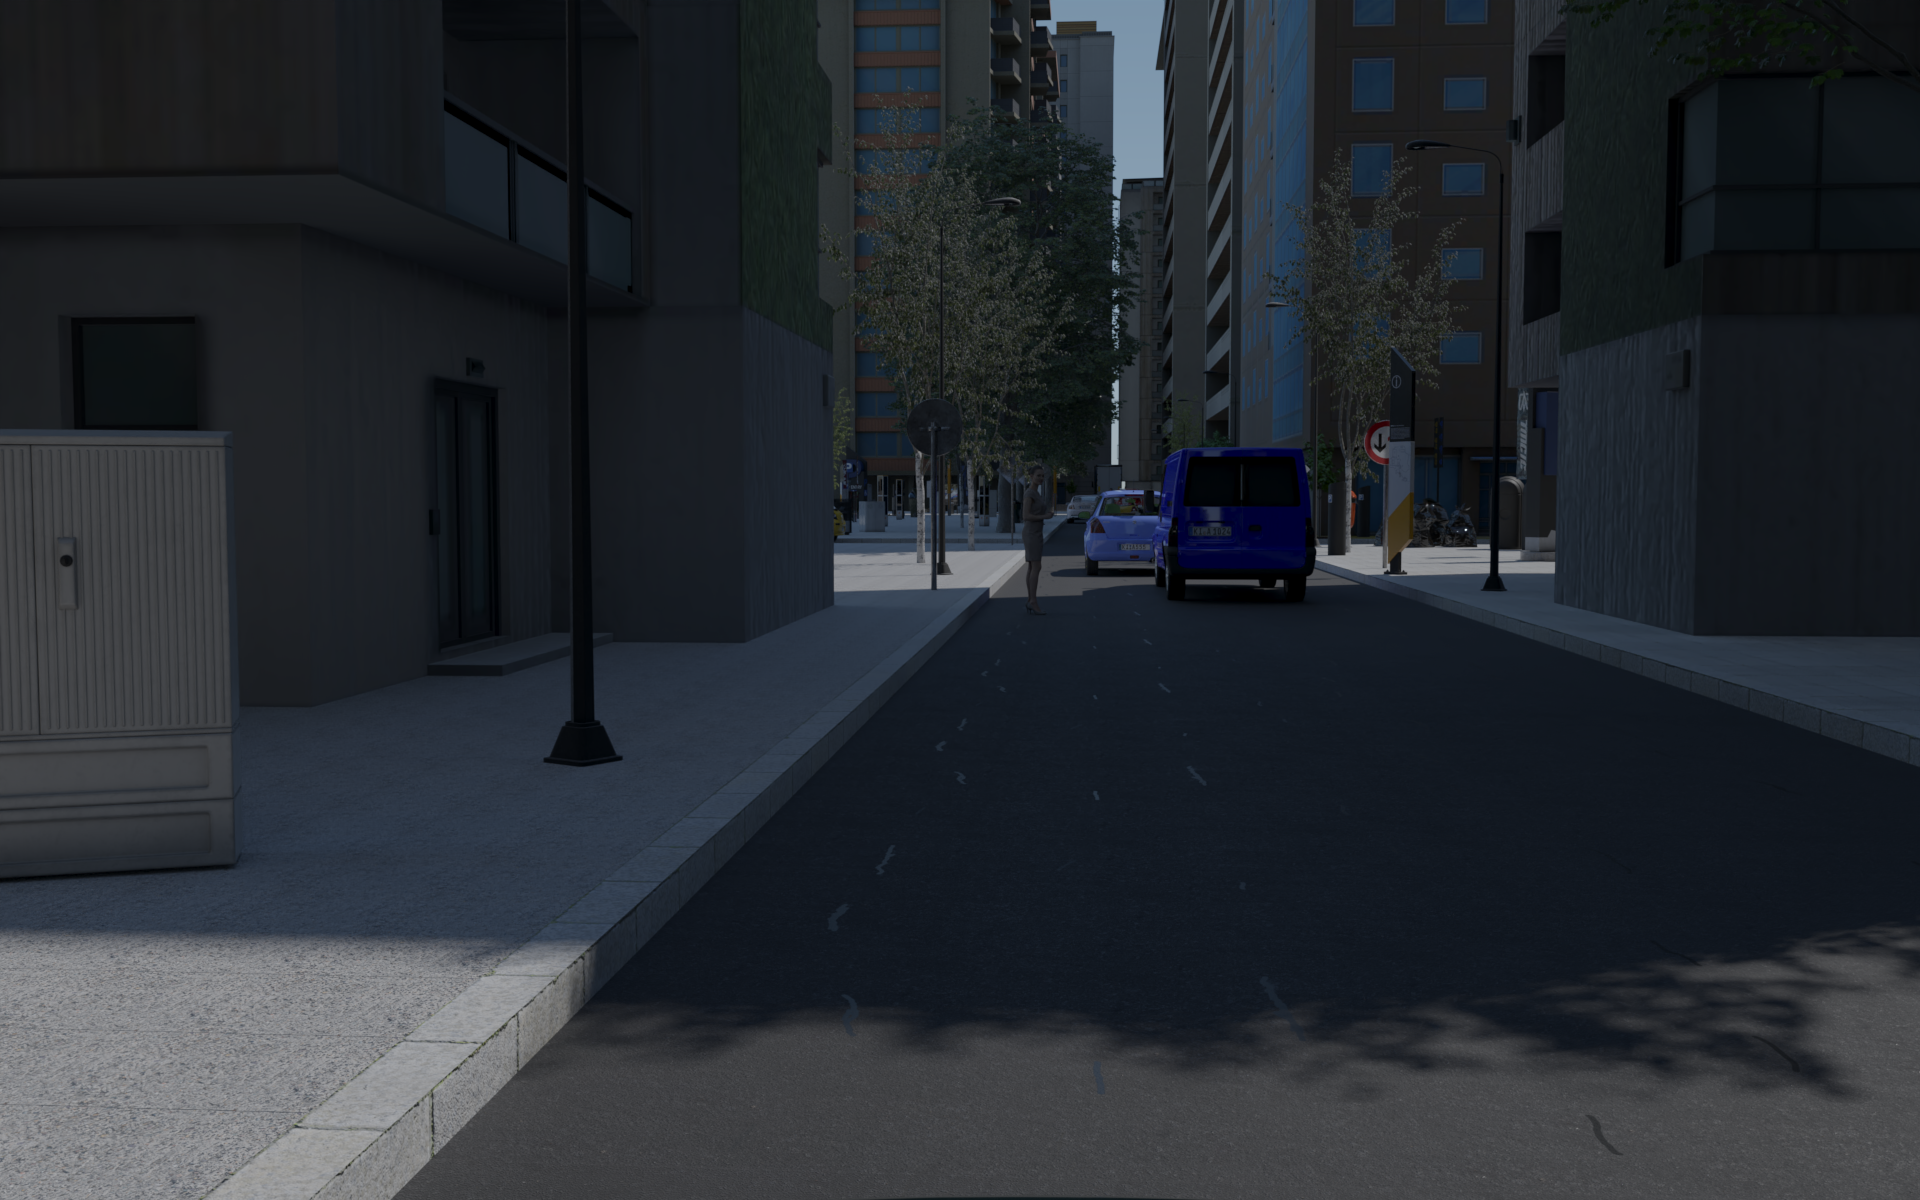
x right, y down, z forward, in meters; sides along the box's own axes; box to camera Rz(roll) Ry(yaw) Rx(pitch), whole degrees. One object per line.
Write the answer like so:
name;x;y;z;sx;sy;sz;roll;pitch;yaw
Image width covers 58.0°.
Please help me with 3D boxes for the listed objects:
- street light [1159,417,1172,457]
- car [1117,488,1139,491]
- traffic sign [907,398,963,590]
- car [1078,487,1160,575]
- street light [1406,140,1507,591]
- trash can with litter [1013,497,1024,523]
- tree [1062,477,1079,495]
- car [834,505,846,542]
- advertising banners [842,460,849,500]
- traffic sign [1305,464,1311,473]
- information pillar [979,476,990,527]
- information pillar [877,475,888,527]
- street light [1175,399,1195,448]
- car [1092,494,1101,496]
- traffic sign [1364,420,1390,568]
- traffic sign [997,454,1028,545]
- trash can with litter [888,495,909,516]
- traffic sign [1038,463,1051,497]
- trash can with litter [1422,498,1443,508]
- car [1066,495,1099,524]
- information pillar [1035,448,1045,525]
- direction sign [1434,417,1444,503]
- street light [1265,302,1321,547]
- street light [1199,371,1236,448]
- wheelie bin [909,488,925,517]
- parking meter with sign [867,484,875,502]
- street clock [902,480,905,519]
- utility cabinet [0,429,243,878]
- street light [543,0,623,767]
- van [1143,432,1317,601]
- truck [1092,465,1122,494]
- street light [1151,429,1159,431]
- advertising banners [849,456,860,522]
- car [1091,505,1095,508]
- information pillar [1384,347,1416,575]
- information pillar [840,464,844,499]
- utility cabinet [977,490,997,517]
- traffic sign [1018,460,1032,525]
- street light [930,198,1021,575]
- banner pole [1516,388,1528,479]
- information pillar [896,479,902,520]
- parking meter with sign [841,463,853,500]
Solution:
street light;12.910;-8.044;104.065;1.470;5.913;1.316;0;4;4
car;11.366;-6.637;117.192;2.281;1.827;5.304;0;4;4
traffic sign;-0.349;-1.407;23.106;0.768;2.556;0.104;1;4;13
car;3.137;-1.357;31.785;1.945;1.707;3.694;0;4;3
street light;6.547;-3.077;22.854;1.470;5.913;1.316;0;4;4
trash can with litter;2.618;-3.945;75.891;1.055;1.170;0.624;-1;4;-14
tree;12.585;-12.239;194.710;1.663;3.219;1.824;0;3;0
car;-5.254;-2.381;49.149;3.980;1.641;2.015;0;4;5
advertising banners;-5.624;-5.694;89.286;0.090;3.025;2.074;1;4;22
traffic sign;8.234;-2.391;42.739;0.795;2.450;0.064;0;4;4
information pillar;0.965;-3.921;68.602;0.304;2.012;0.304;-3;5;-44
information pillar;-3.050;-3.908;68.391;0.304;2.012;0.304;3;5;39
street light;11.303;-6.861;84.724;1.470;5.913;1.316;0;4;4
car;10.868;-7.620;136.594;2.014;1.417;4.499;0;4;3
traffic sign;7.346;-1.821;29.875;0.768;2.556;0.104;1;4;9
traffic sign;1.311;-2.425;43.290;0.795;2.450;0.064;0;4;4
trash can with litter;-3.980;-5.519;101.298;2.233;1.210;1.678;3;5;41
traffic sign;3.322;-4.314;70.643;0.768;2.556;0.104;1;4;9
trash can with litter;13.793;-2.364;50.031;1.055;1.170;0.624;-2;4;-24
car;6.240;-4.466;85.380;2.083;1.381;4.827;0;4;6
information pillar;3.310;-4.937;72.079;0.183;3.616;0.504;-3;4;-38
direction sign;14.171;-3.629;51.331;0.379;3.537;0.876;0;4;0
street light;8.094;-4.254;42.100;1.470;5.913;1.316;0;4;4
street light;9.809;-5.668;65.207;1.470;5.913;1.316;0;4;4
wheelie bin;-2.406;-5.333;95.097;0.980;1.594;0.693;-3;5;-44
parking meter with sign;-6.781;-7.998;127.031;0.543;3.016;1.738;2;4;25
street clock;-2.986;-5.209;89.733;0.358;2.002;0.471;0;4;3
utility cabinet;-3.071;0.175;5.816;1.173;1.500;0.318;-1;4;-18
street light;-1.271;-2.174;8.094;1.470;5.913;1.316;0;4;4
van;3.835;-1.262;25.016;2.240;2.365;5.245;0;4;4
truck;14.432;-11.061;169.766;2.839;4.237;11.283;0;4;3
street light;14.400;-9.292;124.459;1.470;5.913;1.316;0;4;4
advertising banners;-4.778;-5.078;79.207;0.090;3.025;2.074;0;4;3
car;6.108;-3.504;67.513;2.015;1.641;3.980;0;4;5
information pillar;6.990;-2.208;27.452;0.183;3.616;0.504;-2;4;-30
information pillar;-8.332;-8.079;123.439;0.504;3.616;0.183;3;5;44
utility cabinet;1.480;-5.295;95.252;1.173;1.500;0.318;-3;5;-41
traffic sign;1.924;-2.912;51.252;0.795;2.450;0.064;0;4;4
street light;0.250;-3.352;27.342;1.470;5.913;1.316;0;4;4
banner pole;11.655;-2.786;35.572;0.401;3.779;0.863;-1;4;-15
information pillar;-3.038;-5.020;86.561;0.304;2.012;0.304;0;4;-3
parking meter with sign;-6.266;-6.038;94.989;0.543;3.016;1.738;0;4;6
